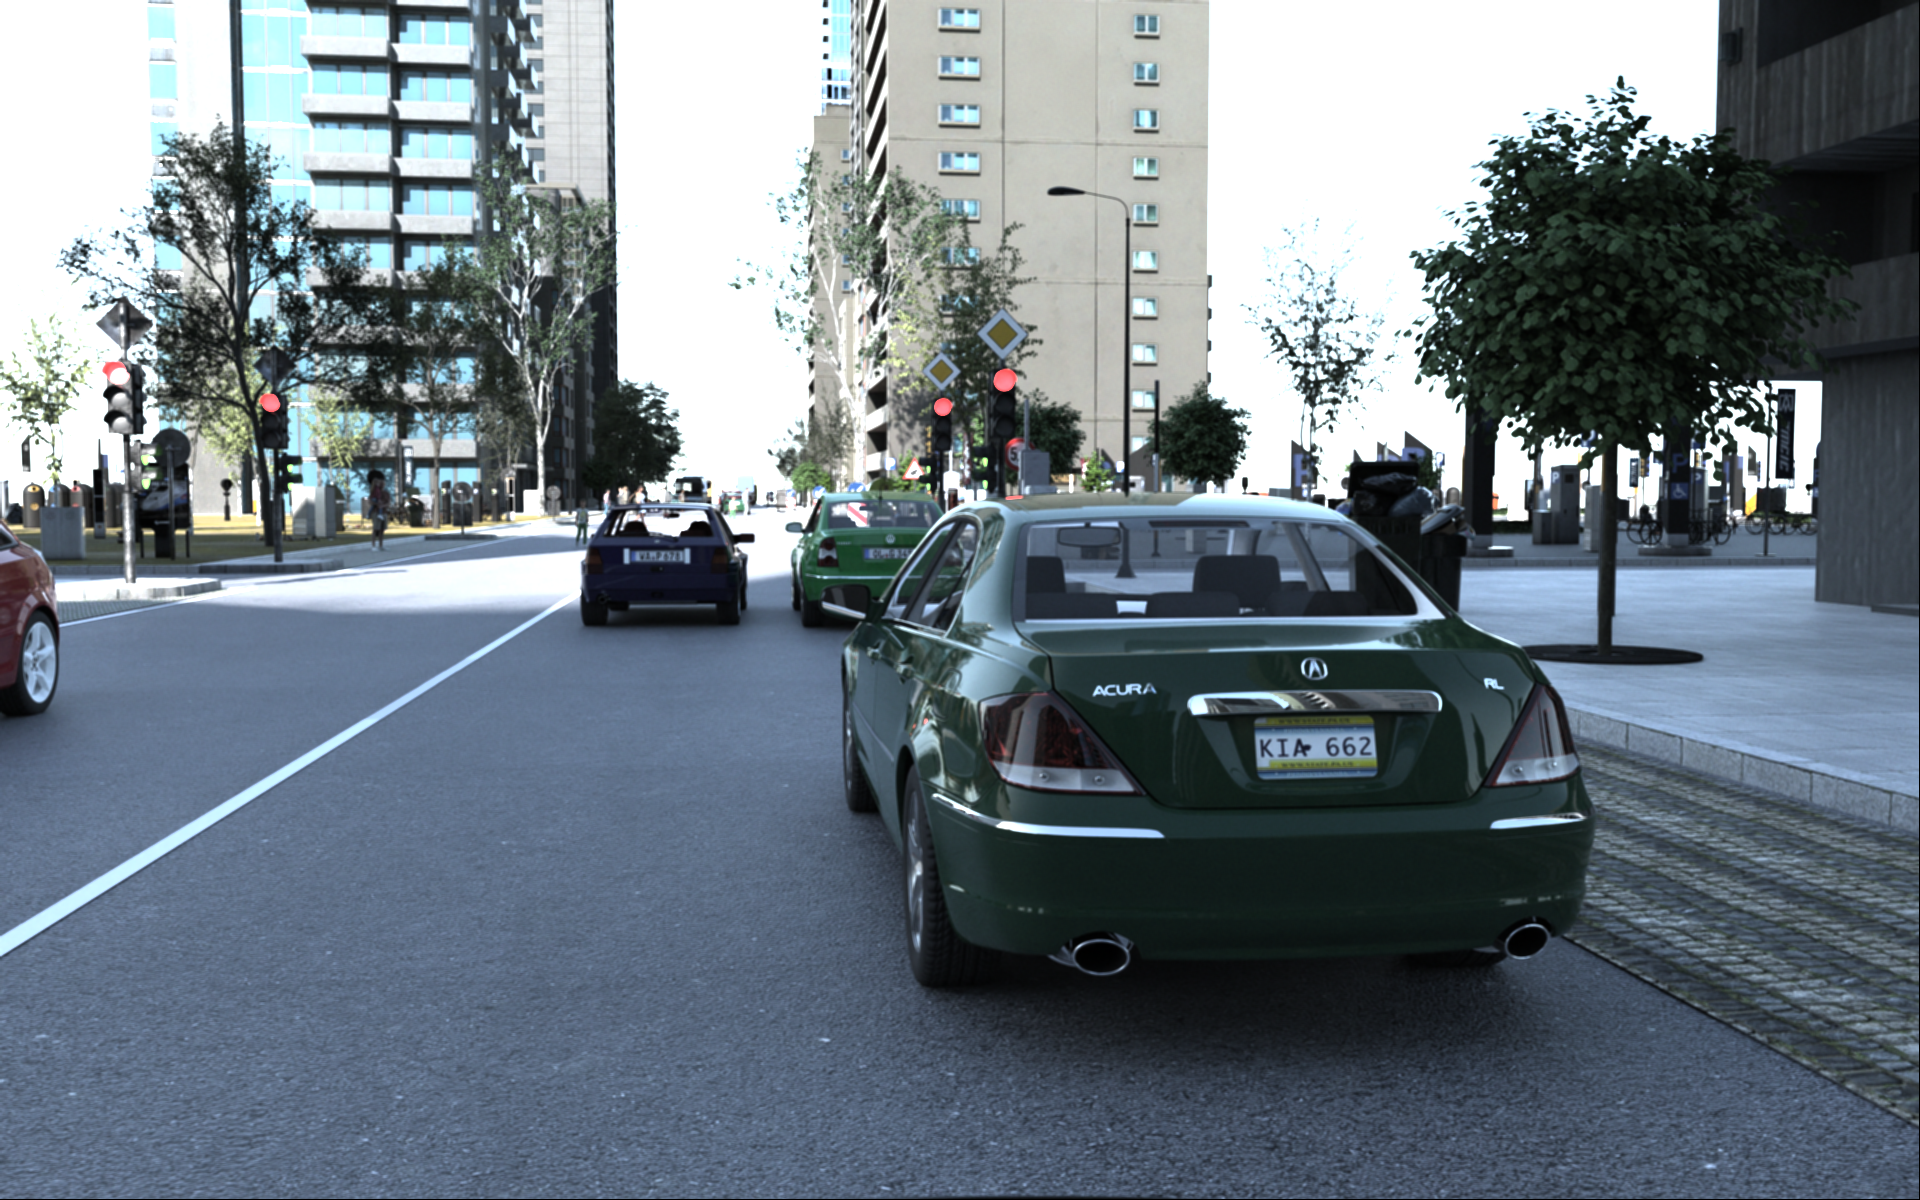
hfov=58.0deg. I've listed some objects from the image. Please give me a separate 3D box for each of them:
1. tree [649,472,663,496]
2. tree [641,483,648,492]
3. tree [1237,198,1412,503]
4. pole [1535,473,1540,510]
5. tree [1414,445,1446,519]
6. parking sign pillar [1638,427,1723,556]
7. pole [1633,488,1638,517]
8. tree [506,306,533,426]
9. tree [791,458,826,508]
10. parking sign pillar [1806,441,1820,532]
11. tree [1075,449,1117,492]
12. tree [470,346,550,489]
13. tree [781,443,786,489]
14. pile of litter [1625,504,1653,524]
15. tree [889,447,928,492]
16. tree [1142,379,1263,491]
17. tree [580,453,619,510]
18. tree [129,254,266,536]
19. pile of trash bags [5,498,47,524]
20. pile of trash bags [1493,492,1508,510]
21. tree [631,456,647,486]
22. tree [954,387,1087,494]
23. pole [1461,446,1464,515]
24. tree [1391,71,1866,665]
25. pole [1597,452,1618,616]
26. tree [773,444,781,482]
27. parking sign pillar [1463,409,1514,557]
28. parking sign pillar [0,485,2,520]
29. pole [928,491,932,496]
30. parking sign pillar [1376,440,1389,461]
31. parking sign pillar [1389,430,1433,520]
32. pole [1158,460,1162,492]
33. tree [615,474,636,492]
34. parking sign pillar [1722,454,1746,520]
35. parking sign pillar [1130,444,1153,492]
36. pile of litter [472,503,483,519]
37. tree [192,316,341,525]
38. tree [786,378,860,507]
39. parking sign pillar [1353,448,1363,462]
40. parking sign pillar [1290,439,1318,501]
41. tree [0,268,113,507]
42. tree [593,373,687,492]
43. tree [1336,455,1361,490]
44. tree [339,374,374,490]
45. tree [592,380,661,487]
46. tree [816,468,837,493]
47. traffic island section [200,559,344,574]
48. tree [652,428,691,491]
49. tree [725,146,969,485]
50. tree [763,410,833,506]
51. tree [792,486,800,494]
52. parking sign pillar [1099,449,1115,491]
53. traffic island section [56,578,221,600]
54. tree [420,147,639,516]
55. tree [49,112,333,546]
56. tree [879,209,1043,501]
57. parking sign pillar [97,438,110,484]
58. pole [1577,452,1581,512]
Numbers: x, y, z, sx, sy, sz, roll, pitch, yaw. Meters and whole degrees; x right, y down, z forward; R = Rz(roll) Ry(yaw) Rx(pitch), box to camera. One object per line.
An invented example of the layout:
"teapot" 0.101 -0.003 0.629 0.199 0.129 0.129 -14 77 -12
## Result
"tree" -37.080 -15.734 207.604 4.737 8.622 4.395 0 3 0
"tree" -37.232 -12.745 202.989 1.663 3.219 1.824 0 3 0
"tree" 9.165 -5.733 44.105 4.360 8.622 3.978 0 3 0
"pole" 23.937 -4.772 71.862 0.158 3.312 0.155 0 3 0
"tree" 18.247 -4.507 68.293 1.663 3.219 1.824 0 3 0
"parking sign pillar" 15.063 -2.930 36.380 1.447 3.967 1.447 1 4 17
"pole" 34.891 -5.842 89.360 0.158 3.312 0.155 0 3 0
"tree" -19.141 -7.927 64.020 8.767 10.594 7.601 3 5 40
"tree" -13.478 -10.563 156.422 4.285 4.588 4.351 0 3 0
"parking sign pillar" 29.888 -4.339 59.418 1.447 3.967 1.447 -1 4 -23
"tree" 5.403 -4.679 71.099 1.663 3.219 1.824 0 3 0
"tree" -22.440 -8.327 86.514 4.360 8.622 3.978 0 3 0
"tree" -14.846 -13.418 169.753 4.360 8.622 3.978 0 3 0
"pile of litter" 28.941 -3.668 73.938 1.719 0.858 1.176 -2 4 -35
"tree" -2.112 -4.536 68.757 1.663 3.219 1.824 0 3 0
"tree" 6.920 -4.003 49.158 4.285 4.588 4.351 0 3 0
"tree" -29.127 -9.538 139.655 4.285 4.588 4.351 0 3 0
"tree" -23.794 -6.311 53.547 4.360 8.622 3.978 0 3 0
"pile of trash bags" -39.990 -3.920 73.838 1.912 1.369 3.447 2 4 24
"pile of trash bags" 29.250 -4.968 90.983 1.912 1.369 3.447 -3 5 -39
"tree" -36.167 -15.052 196.457 4.360 8.622 3.978 0 3 0
"tree" 2.272 -4.258 53.324 4.285 4.588 4.351 0 3 0
"pole" 21.320 -4.860 73.310 0.158 3.312 0.155 0 3 0
"tree" 5.113 -1.821 13.492 4.285 4.588 4.351 0 3 0
"pole" 6.818 -1.489 18.181 0.158 3.312 0.155 0 3 0
"tree" -22.502 -17.085 229.698 4.360 8.622 3.978 0 3 0
"parking sign pillar" 10.670 -2.884 35.624 1.447 3.967 1.447 1 4 8
"parking sign pillar" -18.604 -2.675 32.207 1.447 3.967 1.447 2 4 28
"pole" -1.021 -4.063 60.273 0.158 3.312 0.155 0 3 0
"parking sign pillar" 21.122 -5.918 85.229 1.447 3.967 1.447 1 4 14
"parking sign pillar" 19.005 -5.117 72.142 1.447 3.967 1.447 3 5 44
"pole" 7.195 -4.208 62.646 0.158 3.312 0.155 0 3 0
"tree" -31.476 -10.252 162.224 1.663 3.219 1.824 0 3 0
"parking sign pillar" 39.001 -6.030 87.070 1.447 3.967 1.447 1 4 13
"parking sign pillar" 8.515 -5.630 80.515 1.447 3.967 1.447 0 4 2
"pile of litter" -25.695 -4.691 90.657 1.176 0.858 1.719 -3 5 -39
"tree" -28.778 -7.352 70.560 4.737 8.622 4.395 0 3 0
"tree" -7.820 -9.693 108.839 4.360 8.622 3.978 0 3 0
"parking sign pillar" 23.801 -6.994 102.830 1.447 3.967 1.447 3 4 39
"parking sign pillar" 16.779 -5.870 84.448 1.447 3.967 1.447 -1 4 -15
"tree" -29.394 -6.441 55.674 4.737 8.622 4.395 0 3 0
"tree" -33.959 -16.916 183.227 9.857 13.997 8.962 0 3 0
"tree" 18.926 -5.436 83.485 1.663 3.219 1.824 0 3 0
"tree" -37.317 -9.368 103.529 4.737 8.622 4.395 0 3 0
"tree" -33.714 -15.526 171.979 7.486 12.596 7.792 0 3 0
"tree" -9.755 -8.164 128.087 1.663 3.219 1.824 0 3 0
"traffic island section" -12.889 -0.638 32.713 2.009 0.180 2.903 0 4 -7
"tree" -45.018 -20.765 265.263 9.928 11.665 9.643 0 3 0
"tree" -6.203 -14.620 94.931 12.611 20.169 13.585 0 3 0
"tree" -17.753 -15.730 191.598 8.767 10.594 7.601 0 4 2
"tree" -20.909 -13.991 223.350 1.663 3.219 1.824 0 3 0
"parking sign pillar" 8.671 -7.002 102.955 1.447 3.967 1.447 -2 4 -28
"traffic island section" -11.889 -0.153 24.790 2.009 0.180 2.903 0 4 -7
"tree" -25.136 -14.787 97.648 12.611 20.169 13.585 0 3 0
"tree" -17.208 -6.612 42.516 7.601 10.594 8.767 3 4 38
"tree" 0.270 -5.749 44.360 4.737 8.622 4.395 0 3 0
"parking sign pillar" -41.401 -5.823 83.686 1.447 3.967 1.447 -2 4 -28
"pole" 30.043 -5.520 84.091 0.158 3.312 0.155 0 3 0
